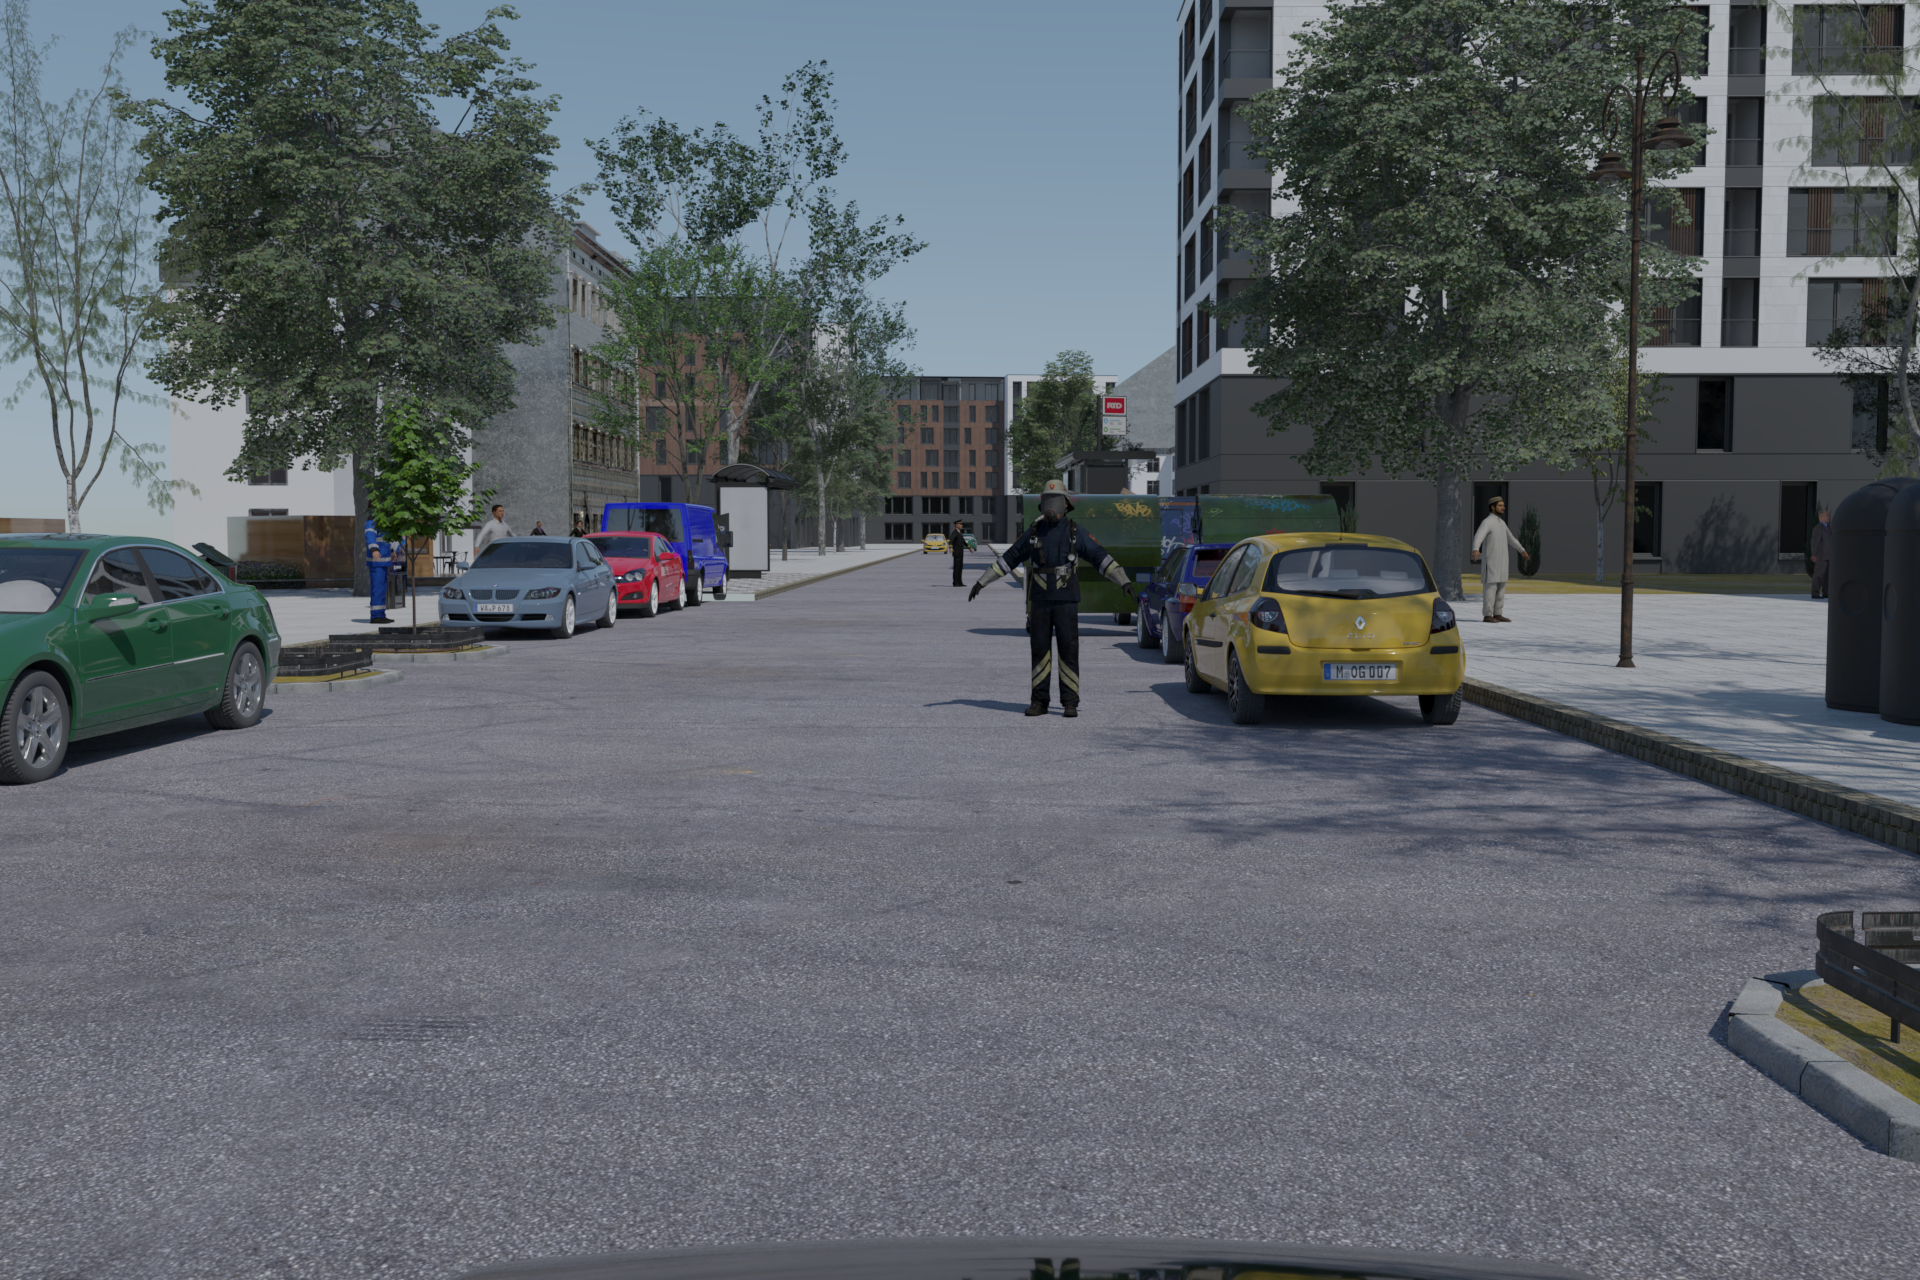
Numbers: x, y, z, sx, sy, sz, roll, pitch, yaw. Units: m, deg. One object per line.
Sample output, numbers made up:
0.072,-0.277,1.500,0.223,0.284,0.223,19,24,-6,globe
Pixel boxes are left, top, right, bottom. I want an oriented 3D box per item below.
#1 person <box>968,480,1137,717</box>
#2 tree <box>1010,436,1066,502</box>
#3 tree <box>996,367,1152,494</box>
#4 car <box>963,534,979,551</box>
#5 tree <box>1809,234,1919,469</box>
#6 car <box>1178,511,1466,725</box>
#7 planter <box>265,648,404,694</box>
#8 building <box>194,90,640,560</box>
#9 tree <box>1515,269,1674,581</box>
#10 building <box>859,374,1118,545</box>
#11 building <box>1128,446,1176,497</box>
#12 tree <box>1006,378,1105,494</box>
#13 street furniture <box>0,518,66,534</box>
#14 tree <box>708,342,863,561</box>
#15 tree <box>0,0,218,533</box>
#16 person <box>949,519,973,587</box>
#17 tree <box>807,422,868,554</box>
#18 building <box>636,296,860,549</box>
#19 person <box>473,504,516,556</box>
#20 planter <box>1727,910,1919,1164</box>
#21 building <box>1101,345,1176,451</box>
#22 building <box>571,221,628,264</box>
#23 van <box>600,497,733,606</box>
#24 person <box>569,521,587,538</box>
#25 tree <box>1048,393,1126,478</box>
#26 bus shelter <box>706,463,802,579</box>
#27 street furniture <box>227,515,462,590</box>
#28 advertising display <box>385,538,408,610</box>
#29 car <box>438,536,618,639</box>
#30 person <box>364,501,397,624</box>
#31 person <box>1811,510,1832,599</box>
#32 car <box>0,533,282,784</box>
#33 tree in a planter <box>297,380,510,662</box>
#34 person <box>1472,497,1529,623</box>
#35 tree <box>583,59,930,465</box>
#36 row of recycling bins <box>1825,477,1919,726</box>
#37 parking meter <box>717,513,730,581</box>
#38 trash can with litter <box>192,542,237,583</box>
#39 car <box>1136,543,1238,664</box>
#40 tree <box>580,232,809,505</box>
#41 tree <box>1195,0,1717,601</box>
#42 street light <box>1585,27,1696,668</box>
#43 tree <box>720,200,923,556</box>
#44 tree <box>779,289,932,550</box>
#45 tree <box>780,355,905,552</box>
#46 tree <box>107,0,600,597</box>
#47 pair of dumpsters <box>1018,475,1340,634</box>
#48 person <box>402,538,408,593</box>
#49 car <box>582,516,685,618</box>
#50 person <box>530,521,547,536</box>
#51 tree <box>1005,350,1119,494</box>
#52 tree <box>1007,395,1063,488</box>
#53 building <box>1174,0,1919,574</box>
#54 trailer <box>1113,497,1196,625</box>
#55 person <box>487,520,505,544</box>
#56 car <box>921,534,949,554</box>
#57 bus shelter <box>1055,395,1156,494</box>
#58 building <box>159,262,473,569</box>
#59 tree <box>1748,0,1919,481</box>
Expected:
0.738,-0.329,13.619,1.354,1.856,0.705,1,4,17,person
7.689,-12.606,140.526,7.601,10.594,8.767,-1,4,-13,tree
6.451,-9.896,96.213,8.767,10.594,7.601,-1,4,-10,tree
0.497,-8.077,143.860,2.131,1.459,4.920,0,4,0,car
28.740,-6.981,48.554,8.767,10.594,7.601,1,4,13,tree
2.894,-0.259,14.452,2.015,1.641,3.980,0,3,0,car
-6.445,0.285,16.484,1.991,0.319,1.994,0,4,0,planter
-28.502,-16.106,94.269,19.493,23.208,18.063,0,3,0,building
17.207,-5.887,46.610,4.737,8.622,4.395,0,3,0,tree
2.559,-23.669,233.418,32.646,21.610,27.936,0,4,-5,building
21.181,-13.868,168.889,9.099,9.664,28.070,0,3,0,building
6.616,-11.638,116.031,9.928,11.665,9.643,0,3,0,tree
-27.149,-2.450,46.911,11.010,1.723,9.812,0,4,-7,street furniture
-8.238,-9.097,83.147,8.767,10.594,7.601,2,4,27,tree
-11.951,-4.463,23.335,4.360,8.622,3.978,0,3,0,tree
-0.023,-2.362,47.012,0.705,1.837,1.347,2,4,26,person
-8.203,-9.889,112.048,4.360,8.622,3.978,0,3,0,tree
-24.732,-19.653,165.294,27.936,21.610,32.646,0,4,1,building
-8.257,-1.524,31.069,0.704,1.810,1.344,2,4,31,person
3.138,1.021,4.447,1.991,0.319,1.994,0,4,1,planter
25.484,-22.425,197.581,19.493,23.208,18.063,0,4,1,building
-27.567,-15.268,106.051,16.016,20.090,11.380,0,3,0,building
-6.055,-1.932,35.966,2.240,2.365,5.245,0,4,1,van
-15.244,-3.867,69.413,0.705,1.806,1.347,3,5,42,person
6.492,-8.509,89.488,4.360,8.622,3.978,0,3,0,tree
-6.128,-3.562,52.159,2.014,3.302,5.546,0,4,3,bus shelter
-17.123,-2.305,44.549,11.010,1.723,9.812,-3,5,-42,street furniture
-9.688,-1.496,29.675,0.123,1.923,0.974,0,4,1,advertising display
-6.180,-0.808,25.217,2.014,1.417,4.499,0,4,1,car
-8.315,-1.154,24.841,0.704,1.831,1.345,-1,4,-8,person
17.192,-1.699,34.368,0.990,1.755,0.434,-2,4,-33,person
-6.178,0.022,11.441,2.131,1.459,4.920,0,4,1,car
-6.407,-1.408,20.236,1.991,3.239,1.994,0,4,2,tree in a planter
7.786,-1.164,25.120,1.344,1.819,0.704,-3,5,-40,person
-7.990,-13.025,68.851,12.611,20.169,13.585,0,3,0,tree
6.753,-0.253,11.254,1.069,1.692,3.534,0,4,1,row of recycling bins
-6.555,-2.566,47.667,0.399,1.863,0.255,0,4,1,parking meter
-9.880,-0.742,23.514,1.055,1.170,0.624,0,4,1,trash can with litter
3.108,-0.485,20.515,1.945,1.354,3.894,0,4,-1,car
-9.073,-8.133,58.736,9.928,11.665,9.643,0,3,0,tree
9.298,-7.731,33.060,9.857,13.997,8.962,0,3,0,tree
6.412,-2.674,16.506,0.468,5.910,1.993,0,4,0,street light
-8.098,-14.940,100.153,12.611,20.169,13.585,0,3,0,tree
-8.521,-17.180,136.780,12.611,20.169,13.585,0,3,0,tree
-8.507,-13.150,121.652,9.857,13.997,8.962,0,3,0,tree
-12.194,-7.869,35.321,9.857,13.997,8.962,0,3,0,tree
3.044,-1.194,24.470,4.436,2.255,1.574,0,4,0,pair of dumpsters
-12.281,-1.965,37.990,0.705,1.847,1.347,-1,4,-13,person
-6.099,-1.344,31.013,2.155,1.783,4.494,0,4,1,car
-16.875,-3.871,69.512,0.704,1.802,1.346,2,4,31,person
6.540,-11.556,107.063,7.486,12.596,7.792,0,3,0,tree
6.931,-12.198,125.191,9.928,11.665,9.643,0,3,0,tree
22.584,-13.898,71.202,27.936,21.610,32.646,0,4,1,building
3.199,-1.305,28.390,1.471,1.999,3.904,0,4,0,trailer
-17.060,-3.578,64.627,1.347,1.817,0.704,1,4,11,person
-1.748,-6.969,124.169,2.015,1.641,3.980,0,4,1,car
3.815,-4.294,47.843,2.179,5.291,8.768,0,4,-1,bus shelter
-23.768,-7.677,67.665,9.099,9.664,28.070,0,4,1,building
8.737,-4.007,15.880,4.360,8.622,3.978,0,3,0,tree
